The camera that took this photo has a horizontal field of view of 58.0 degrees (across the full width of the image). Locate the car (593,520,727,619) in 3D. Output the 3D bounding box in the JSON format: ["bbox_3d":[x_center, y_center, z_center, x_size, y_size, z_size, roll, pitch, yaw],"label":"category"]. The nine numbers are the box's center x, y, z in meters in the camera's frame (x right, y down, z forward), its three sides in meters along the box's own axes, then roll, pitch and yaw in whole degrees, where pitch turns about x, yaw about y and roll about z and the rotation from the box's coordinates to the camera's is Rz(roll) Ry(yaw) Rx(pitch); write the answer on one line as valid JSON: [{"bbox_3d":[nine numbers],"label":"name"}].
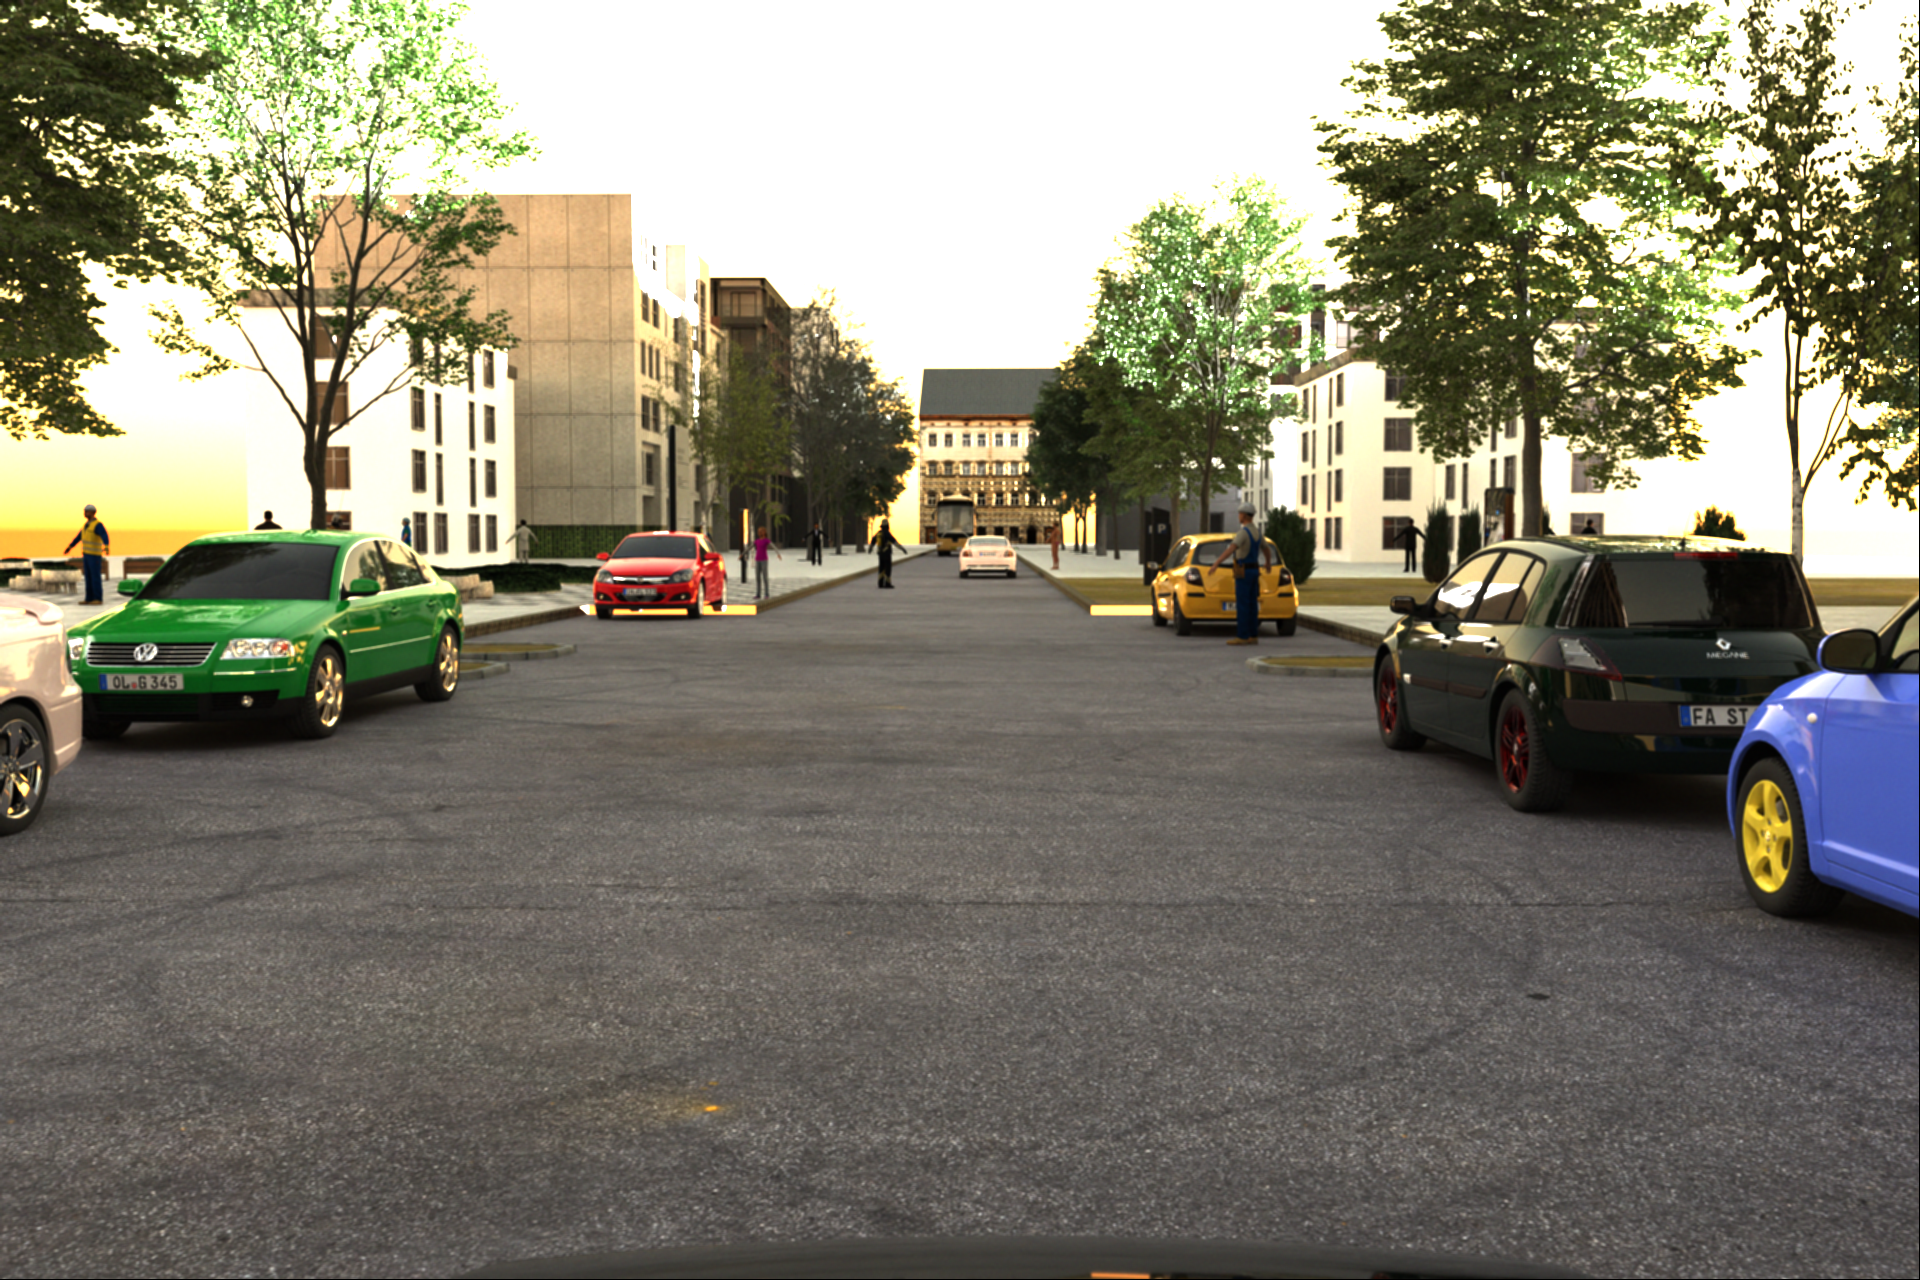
[{"bbox_3d":[-5.257,-1.323,30.677,2.155,1.783,4.494,0,4,0],"label":"car"}]

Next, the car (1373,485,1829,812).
[{"bbox_3d":[3.699,-0.033,10.322,2.009,1.686,4.222,0,4,0],"label":"car"}]

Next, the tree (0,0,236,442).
[{"bbox_3d":[-11.922,-6.175,19.086,7.486,12.596,7.792,0,3,0],"label":"tree"}]

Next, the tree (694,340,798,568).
[{"bbox_3d":[-7.893,-7.025,65.223,4.737,8.622,4.395,0,3,0],"label":"tree"}]

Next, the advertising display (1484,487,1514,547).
[{"bbox_3d":[7.465,-1.151,24.035,0.123,1.923,0.974,0,4,1],"label":"advertising display"}]

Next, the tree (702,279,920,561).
[{"bbox_3d":[-7.054,-10.538,82.668,12.009,13.543,11.850,0,3,0],"label":"tree"}]

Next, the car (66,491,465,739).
[{"bbox_3d":[-5.280,-0.289,13.522,1.959,1.807,4.718,0,4,1],"label":"car"}]

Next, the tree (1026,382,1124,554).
[{"bbox_3d":[8.078,-11.460,113.122,9.928,11.665,9.643,0,3,0],"label":"tree"}]

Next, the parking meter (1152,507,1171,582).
[{"bbox_3d":[4.339,-1.932,37.302,0.399,1.863,0.255,0,4,-1],"label":"parking meter"}]

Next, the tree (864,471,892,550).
[{"bbox_3d":[-6.992,-11.196,133.418,4.360,8.622,3.978,0,3,0],"label":"tree"}]

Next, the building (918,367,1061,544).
[{"bbox_3d":[4.190,-24.091,227.265,18.063,23.208,19.493,0,4,2],"label":"building"}]

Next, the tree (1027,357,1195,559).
[{"bbox_3d":[7.882,-9.364,87.515,8.767,10.594,7.601,-1,4,-14],"label":"tree"}]

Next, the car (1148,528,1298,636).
[{"bbox_3d":[3.867,-0.954,25.824,2.015,1.641,3.980,0,4,-1],"label":"car"}]

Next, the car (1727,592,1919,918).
[{"bbox_3d":[3.836,0.257,5.391,1.945,1.707,3.694,0,4,1],"label":"car"}]

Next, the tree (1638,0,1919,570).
[{"bbox_3d":[9.754,-4.229,19.509,4.737,8.622,4.395,0,3,0],"label":"tree"}]

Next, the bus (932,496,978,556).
[{"bbox_3d":[-0.174,-7.574,115.386,2.896,3.916,12.252,0,4,1],"label":"bus"}]

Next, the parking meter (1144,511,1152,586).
[{"bbox_3d":[4.789,-2.290,43.148,0.399,1.863,0.255,0,4,-1],"label":"parking meter"}]

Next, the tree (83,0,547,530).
[{"bbox_3d":[-10.973,-6.343,29.457,9.928,11.665,9.643,0,3,0],"label":"tree"}]

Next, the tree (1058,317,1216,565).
[{"bbox_3d":[7.393,-8.438,72.378,7.601,10.594,8.767,-3,5,-42],"label":"tree"}]

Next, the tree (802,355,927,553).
[{"bbox_3d":[-6.902,-13.041,119.877,9.857,13.997,8.962,0,3,0],"label":"tree"}]

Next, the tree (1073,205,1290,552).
[{"bbox_3d":[7.593,-8.689,60.189,7.486,12.596,7.792,0,3,0],"label":"tree"}]

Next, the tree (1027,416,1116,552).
[{"bbox_3d":[8.518,-12.171,124.749,9.928,11.665,9.643,0,3,0],"label":"tree"}]

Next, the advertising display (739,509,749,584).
[{"bbox_3d":[-5.642,-2.451,45.295,0.123,1.923,0.974,0,4,0],"label":"advertising display"}]

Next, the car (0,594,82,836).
[{"bbox_3d":[-5.437,0.332,6.937,2.083,1.381,4.827,0,4,1],"label":"car"}]

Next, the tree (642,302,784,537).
[{"bbox_3d":[-8.487,-6.451,55.832,4.360,8.622,3.978,0,3,0],"label":"tree"}]

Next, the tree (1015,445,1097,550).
[{"bbox_3d":[7.785,-12.321,135.854,7.601,10.594,8.767,0,4,4],"label":"tree"}]

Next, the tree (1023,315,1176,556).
[{"bbox_3d":[8.192,-11.876,100.833,9.857,13.997,8.962,0,3,0],"label":"tree"}]

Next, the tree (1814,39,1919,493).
[{"bbox_3d":[24.279,-8.119,39.407,9.857,13.997,8.962,0,3,0],"label":"tree"}]

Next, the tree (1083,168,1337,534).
[{"bbox_3d":[7.124,-7.567,49.475,9.928,11.665,9.643,0,3,0],"label":"tree"}]

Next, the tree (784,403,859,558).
[{"bbox_3d":[-7.458,-8.727,93.052,4.360,8.622,3.978,0,3,0],"label":"tree"}]

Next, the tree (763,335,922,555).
[{"bbox_3d":[-7.467,-12.008,106.700,12.009,13.543,11.850,0,3,0],"label":"tree"}]

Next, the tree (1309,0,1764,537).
[{"bbox_3d":[9.519,-6.835,29.876,7.486,12.596,7.792,0,3,0],"label":"tree"}]

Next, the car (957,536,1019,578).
[{"bbox_3d":[0.918,-2.753,57.376,2.083,1.381,4.827,0,4,1],"label":"car"}]
